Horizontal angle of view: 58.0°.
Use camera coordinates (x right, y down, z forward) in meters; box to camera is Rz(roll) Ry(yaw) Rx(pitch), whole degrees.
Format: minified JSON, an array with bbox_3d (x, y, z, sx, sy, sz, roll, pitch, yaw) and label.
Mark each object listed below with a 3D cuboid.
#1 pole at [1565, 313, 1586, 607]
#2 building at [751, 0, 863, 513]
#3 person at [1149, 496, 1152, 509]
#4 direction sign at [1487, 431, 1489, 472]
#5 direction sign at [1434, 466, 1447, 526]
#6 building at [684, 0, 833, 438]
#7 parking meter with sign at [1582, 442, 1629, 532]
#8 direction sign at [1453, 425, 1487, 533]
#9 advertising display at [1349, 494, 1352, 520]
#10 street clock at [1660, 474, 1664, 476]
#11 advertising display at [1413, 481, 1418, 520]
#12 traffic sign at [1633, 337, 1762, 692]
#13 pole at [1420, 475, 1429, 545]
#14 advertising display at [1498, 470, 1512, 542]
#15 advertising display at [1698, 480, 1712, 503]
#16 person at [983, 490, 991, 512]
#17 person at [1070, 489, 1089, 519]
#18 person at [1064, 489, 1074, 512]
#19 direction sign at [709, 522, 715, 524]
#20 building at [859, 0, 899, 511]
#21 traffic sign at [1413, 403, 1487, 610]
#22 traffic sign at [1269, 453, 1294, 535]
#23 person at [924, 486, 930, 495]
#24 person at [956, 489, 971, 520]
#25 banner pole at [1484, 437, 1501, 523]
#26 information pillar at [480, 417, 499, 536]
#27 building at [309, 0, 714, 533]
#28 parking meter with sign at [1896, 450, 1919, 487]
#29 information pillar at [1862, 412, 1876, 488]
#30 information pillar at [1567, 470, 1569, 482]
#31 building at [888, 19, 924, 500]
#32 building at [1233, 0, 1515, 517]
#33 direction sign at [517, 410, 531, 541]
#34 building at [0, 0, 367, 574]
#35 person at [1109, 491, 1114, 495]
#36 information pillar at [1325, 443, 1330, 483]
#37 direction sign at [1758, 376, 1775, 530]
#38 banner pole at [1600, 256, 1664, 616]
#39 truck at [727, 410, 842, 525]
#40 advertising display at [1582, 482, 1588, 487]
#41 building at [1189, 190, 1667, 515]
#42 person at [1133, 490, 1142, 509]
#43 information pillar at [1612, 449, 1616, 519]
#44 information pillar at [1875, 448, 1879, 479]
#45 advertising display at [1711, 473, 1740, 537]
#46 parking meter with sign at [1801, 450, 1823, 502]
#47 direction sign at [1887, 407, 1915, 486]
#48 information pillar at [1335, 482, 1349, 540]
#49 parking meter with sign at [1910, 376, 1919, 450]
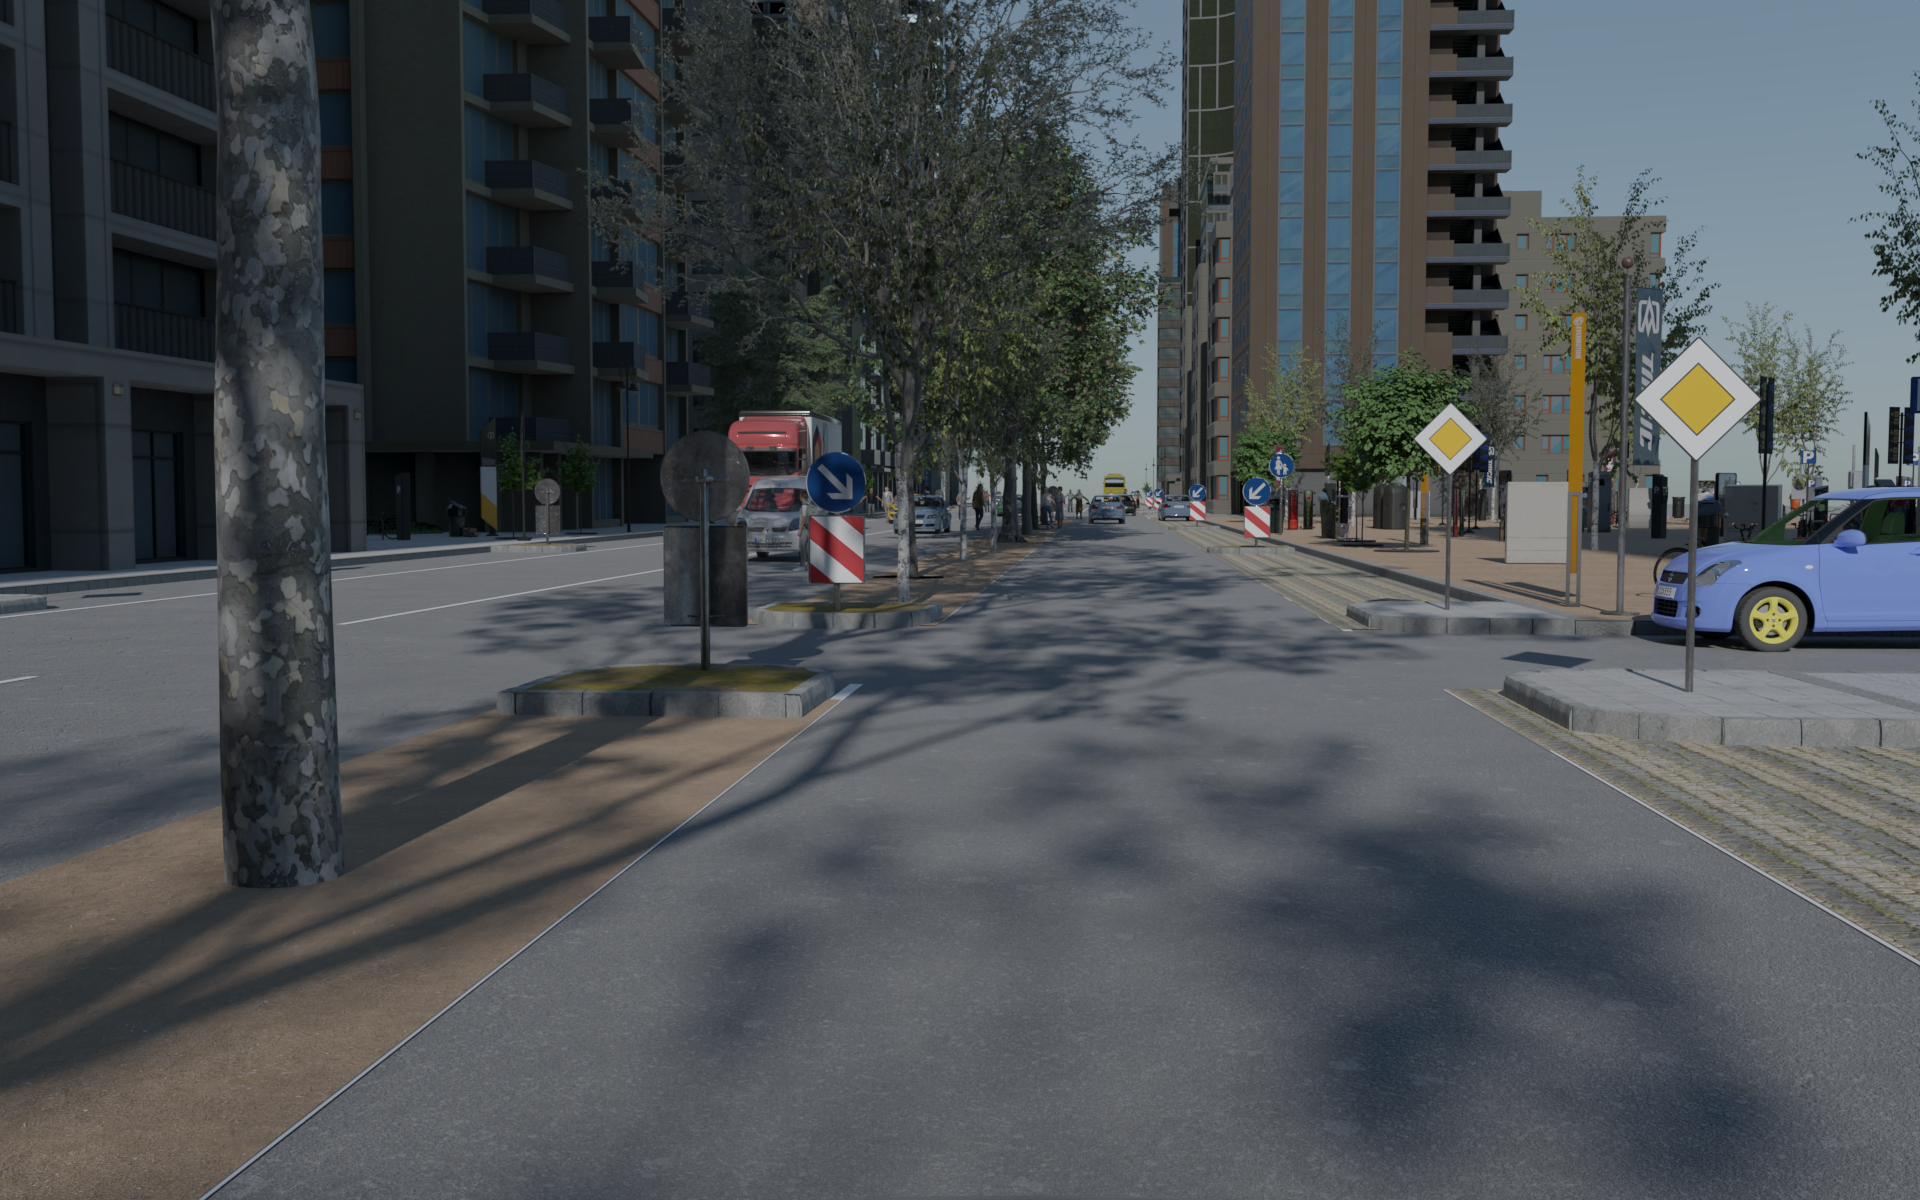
[{"bbox_3d":[6.974,-1.576,19.614,0.158,3.312,0.155,0,3,0],"label":"pole"},{"bbox_3d":[-14.534,-26.510,117.029,14.154,41.232,14.086,0,4,5],"label":"building"},{"bbox_3d":[16.789,-8.817,153.603,0.436,1.711,0.756,0,4,8],"label":"person"},{"bbox_3d":[18.736,-4.331,62.809,0.876,3.537,0.379,3,5,40],"label":"direction sign"},{"bbox_3d":[19.672,-4.802,70.517,0.876,3.537,0.379,0,4,4],"label":"direction sign"},{"bbox_3d":[-15.624,-20.277,103.224,14.160,30.474,14.107,0,4,5],"label":"building"},{"bbox_3d":[21.434,-3.780,58.060,1.738,3.016,0.543,0,4,1],"label":"parking meter with sign"},{"bbox_3d":[16.727,-3.964,56.813,0.379,3.537,0.876,-2,4,-27],"label":"direction sign"},{"bbox_3d":[19.522,-5.002,87.003,0.123,1.923,0.974,3,4,39],"label":"advertising display"},{"bbox_3d":[25.368,-3.567,62.889,0.358,2.002,0.471,0,4,-3],"label":"street clock"},{"bbox_3d":[22.692,-4.959,86.298,0.123,1.923,0.974,0,4,8],"label":"advertising display"},{"bbox_3d":[4.721,-0.460,11.160,0.795,2.450,0.064,0,4,5],"label":"traffic sign"},{"bbox_3d":[11.762,-3.055,43.789,0.158,3.312,0.155,0,3,0],"label":"pole"},{"bbox_3d":[14.679,-2.536,46.685,0.123,1.923,0.974,0,4,4],"label":"advertising display"},{"bbox_3d":[34.927,-4.656,81.340,0.974,1.923,0.123,2,4,33],"label":"advertising display"},{"bbox_3d":[2.204,-7.859,137.709,1.217,1.743,0.721,-2,4,-24],"label":"person"},{"bbox_3d":[6.900,-5.551,99.987,1.217,1.736,0.721,-1,4,-12],"label":"person"},{"bbox_3d":[8.608,-7.740,135.127,1.350,1.814,0.705,0,4,-1],"label":"person"},{"bbox_3d":[-10.807,-5.073,74.945,0.379,3.537,0.876,2,4,29],"label":"direction sign"},{"bbox_3d":[-16.936,-31.853,140.398,23.786,49.044,30.456,0,4,5],"label":"building"},{"bbox_3d":[5.393,-0.946,19.117,0.795,2.450,0.064,0,4,5],"label":"traffic sign"},{"bbox_3d":[10.061,-3.312,54.263,0.768,2.556,0.104,0,4,7],"label":"traffic sign"},{"bbox_3d":[-1.880,-5.414,96.649,0.705,1.869,1.348,2,4,27],"label":"person"},{"bbox_3d":[0.228,-5.345,96.427,0.617,1.759,0.750,3,5,39],"label":"person"},{"bbox_3d":[23.580,-5.297,76.620,0.863,3.779,0.401,0,4,5],"label":"banner pole"},{"bbox_3d":[-14.337,-3.752,52.702,0.504,3.616,0.183,-3,4,-37],"label":"information pillar"},{"bbox_3d":[-22.665,-25.428,70.378,22.147,44.769,28.867,0,4,5],"label":"building"},{"bbox_3d":[39.975,-4.713,73.313,0.543,3.016,1.738,0,4,6],"label":"parking meter with sign"},{"bbox_3d":[25.867,-3.554,49.469,0.183,3.616,0.504,3,4,39],"label":"information pillar"},{"bbox_3d":[18.461,-2.914,52.140,0.304,2.012,0.304,-1,4,-9],"label":"information pillar"},{"bbox_3d":[-10.962,-31.331,162.374,14.600,45.320,14.200,0,4,5],"label":"building"},{"bbox_3d":[23.522,-27.612,101.563,14.600,45.320,14.200,0,4,5],"label":"building"},{"bbox_3d":[-11.944,-3.387,47.369,0.379,3.537,0.876,-1,4,-9],"label":"direction sign"},{"bbox_3d":[-23.903,-36.387,33.178,20.563,71.187,20.611,0,4,5],"label":"building"},{"bbox_3d":[14.212,-9.348,162.283,0.756,1.711,0.436,2,4,32],"label":"person"},{"bbox_3d":[16.774,-5.367,79.103,0.183,3.616,0.504,0,4,-5],"label":"information pillar"},{"bbox_3d":[15.595,-2.542,33.552,0.379,3.537,0.876,3,5,40],"label":"direction sign"},{"bbox_3d":[7.220,-1.740,18.465,0.863,3.779,0.401,-2,4,-34],"label":"banner pole"},{"bbox_3d":[-6.034,-4.361,60.218,2.839,4.237,11.283,0,4,4],"label":"truck"},{"bbox_3d":[32.074,-5.139,89.240,0.123,1.923,0.974,3,5,41],"label":"advertising display"},{"bbox_3d":[31.188,-17.015,123.230,27.650,21.520,28.899,0,4,5],"label":"building"},{"bbox_3d":[17.428,-9.870,169.888,1.348,1.823,0.705,-3,5,-40],"label":"person"},{"bbox_3d":[33.784,-6.025,89.867,0.504,3.616,0.183,-1,4,-12],"label":"information pillar"},{"bbox_3d":[46.455,-5.901,87.840,0.183,3.616,0.504,1,4,12],"label":"information pillar"},{"bbox_3d":[23.044,-2.870,52.139,0.974,1.923,0.123,-2,4,-35],"label":"advertising display"},{"bbox_3d":[34.254,-4.472,69.381,0.543,3.016,1.738,3,5,45],"label":"parking meter with sign"},{"bbox_3d":[24.466,-3.246,45.075,0.876,3.537,0.379,-1,4,-21],"label":"direction sign"},{"bbox_3d":[10.763,-2.706,48.733,0.304,2.012,0.304,0,4,-5],"label":"information pillar"},{"bbox_3d":[14.015,-1.753,24.916,0.543,3.016,1.738,2,4,24],"label":"parking meter with sign"}]
